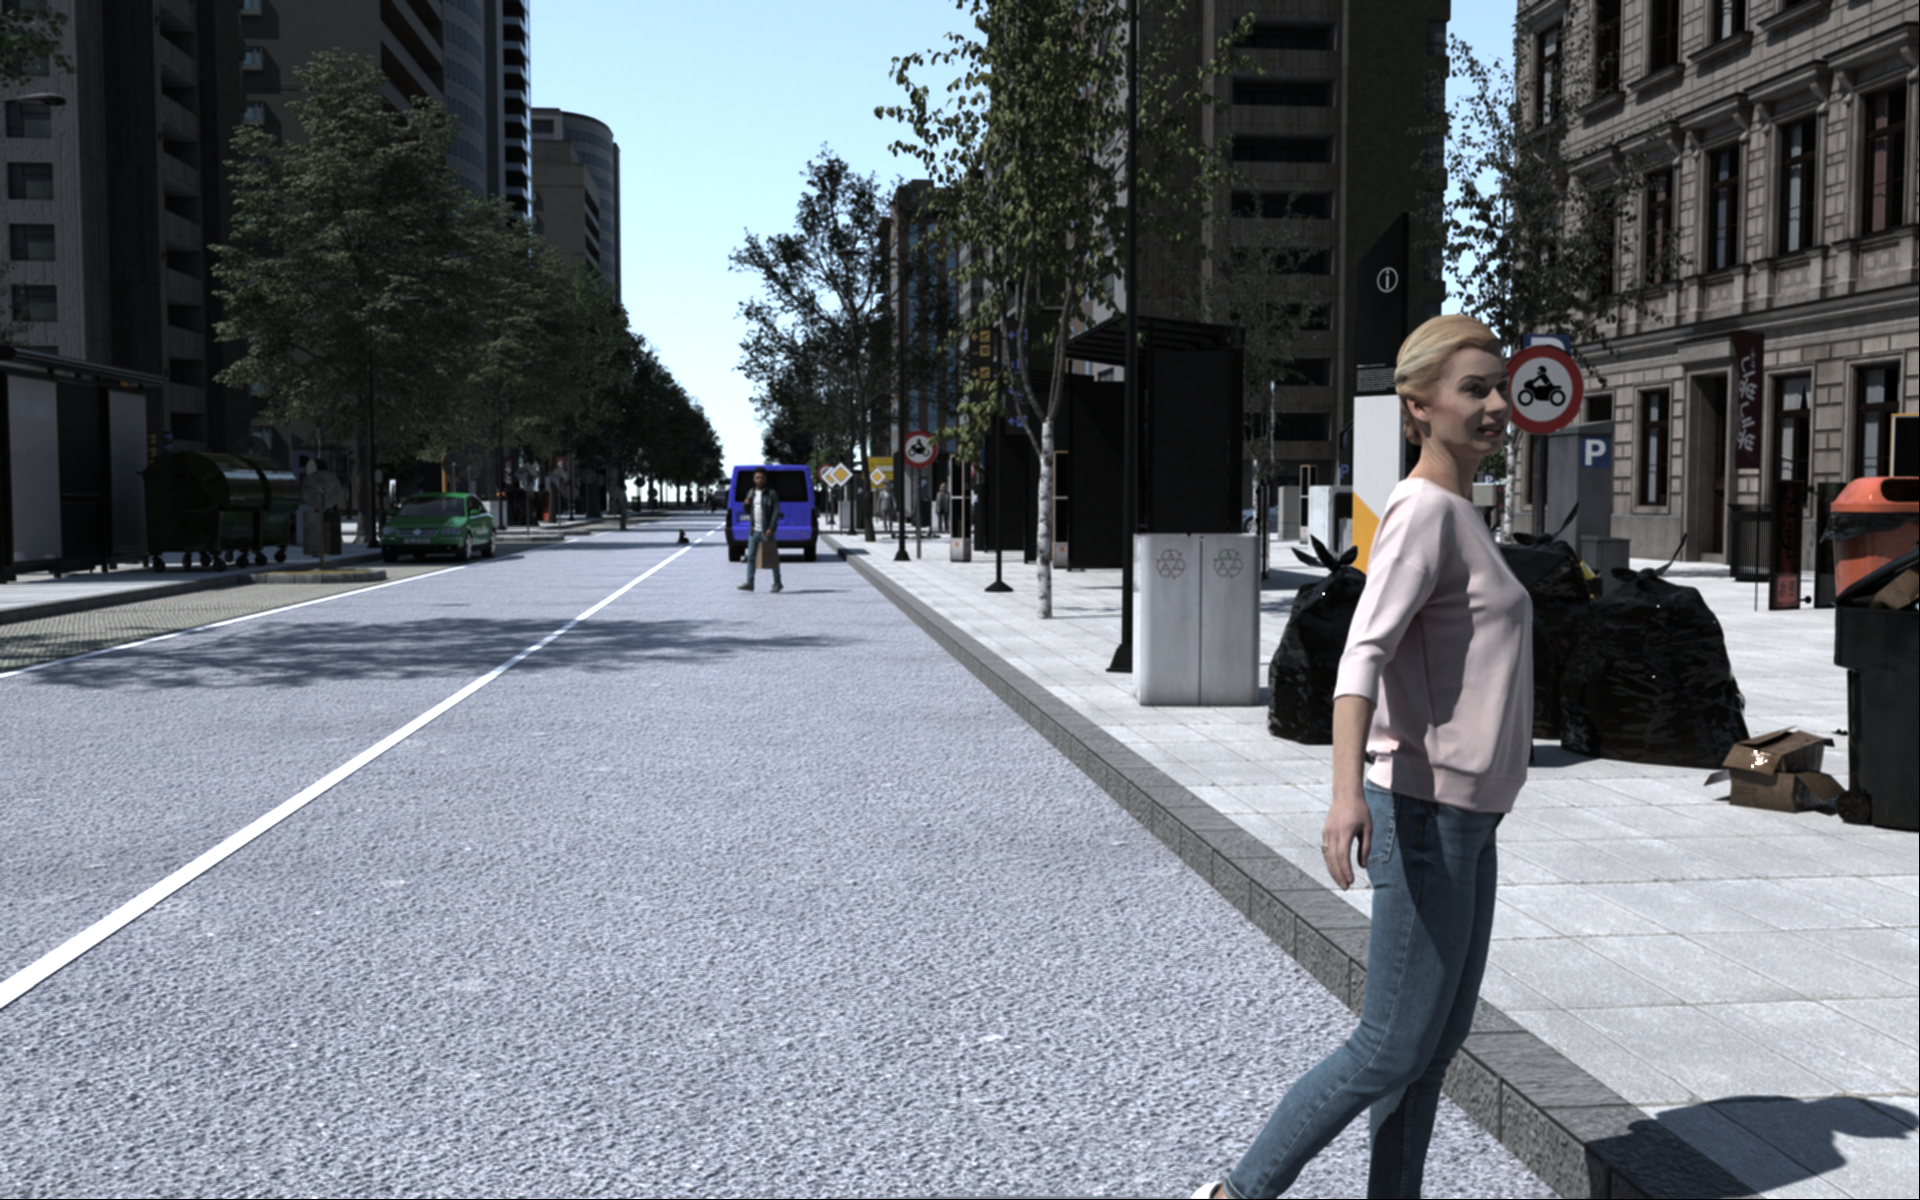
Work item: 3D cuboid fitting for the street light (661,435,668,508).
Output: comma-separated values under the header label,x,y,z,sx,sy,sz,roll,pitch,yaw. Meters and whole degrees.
label,x,y,z,sx,sy,sz,roll,pitch,yaw
street light,-23.978,-10.033,136.573,1.470,5.913,1.316,0,4,-6

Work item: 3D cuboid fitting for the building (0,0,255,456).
label,x,y,z,sx,sy,sz,roll,pitch,yaw
building,-41.519,-18.761,78.446,14.160,30.474,14.107,0,4,-6

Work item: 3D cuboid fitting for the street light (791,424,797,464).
label,x,y,z,sx,sy,sz,roll,pitch,yaw
street light,-8.270,-7.419,93.839,1.470,5.913,1.316,0,4,-6

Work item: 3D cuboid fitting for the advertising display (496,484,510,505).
label,x,y,z,sx,sy,sz,roll,pitch,yaw
advertising display,-28.741,-6.335,108.792,0.974,1.923,0.123,0,4,4

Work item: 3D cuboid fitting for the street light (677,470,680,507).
label,x,y,z,sx,sy,sz,roll,pitch,yaw
street light,-26.117,-11.306,157.388,1.470,5.913,1.316,0,4,-6

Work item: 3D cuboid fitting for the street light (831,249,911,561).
label,x,y,z,sx,sy,sz,roll,pitch,yaw
street light,-1.653,-3.702,33.074,1.470,5.913,1.316,0,4,-6

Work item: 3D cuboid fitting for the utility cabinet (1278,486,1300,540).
label,x,y,z,sx,sy,sz,roll,pitch,yaw
utility cabinet,9.437,-2.418,48.213,1.173,1.500,0.318,-1,4,-19

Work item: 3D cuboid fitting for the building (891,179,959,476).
label,x,y,z,sx,sy,sz,roll,pitch,yaw
building,-2.440,-36.460,246.233,14.600,45.320,14.200,0,4,-6

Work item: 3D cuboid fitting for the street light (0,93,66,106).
label,x,y,z,sx,sy,sz,roll,pitch,yaw
street light,-11.072,-2.915,20.197,1.470,5.913,1.316,0,4,-6

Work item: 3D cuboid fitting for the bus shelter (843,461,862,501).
label,x,y,z,sx,sy,sz,roll,pitch,yaw
bus shelter,-6.513,-7.081,109.697,2.014,3.302,5.546,0,4,-6

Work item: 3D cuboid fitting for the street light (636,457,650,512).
label,x,y,z,sx,sy,sz,roll,pitch,yaw
street light,-22.474,-9.247,123.722,1.470,5.913,1.316,0,4,-6

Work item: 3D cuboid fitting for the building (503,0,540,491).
label,x,y,z,sx,sy,sz,roll,pitch,yaw
building,-54.353,-52.731,174.826,22.319,86.520,31.000,0,4,-6

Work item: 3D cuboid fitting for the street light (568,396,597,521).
label,x,y,z,sx,sy,sz,roll,pitch,yaw
street light,-17.904,-6.702,82.118,1.470,5.913,1.316,0,4,-6

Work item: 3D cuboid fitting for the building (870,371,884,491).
label,x,y,z,sx,sy,sz,roll,pitch,yaw
building,-8.237,-31.729,290.471,14.160,30.474,14.107,0,4,-6

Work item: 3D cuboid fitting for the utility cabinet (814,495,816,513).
label,x,y,z,sx,sy,sz,roll,pitch,yaw
utility cabinet,-9.788,-6.222,112.895,0.306,1.237,1.020,2,4,29

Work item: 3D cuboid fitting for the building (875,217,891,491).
label,x,y,z,sx,sy,sz,roll,pitch,yaw
building,-1.767,-37.515,267.994,22.147,44.769,28.867,0,4,-6

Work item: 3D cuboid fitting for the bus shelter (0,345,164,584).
label,x,y,z,sx,sy,sz,roll,pitch,yaw
bus shelter,-14.509,-2.946,25.796,2.179,5.291,8.768,0,4,-6

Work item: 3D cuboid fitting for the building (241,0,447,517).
label,x,y,z,sx,sy,sz,roll,pitch,yaw
building,-44.401,-29.532,106.547,21.300,48.544,21.600,0,4,-6

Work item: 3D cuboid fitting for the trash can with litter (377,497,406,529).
label,x,y,z,sx,sy,sz,roll,pitch,yaw
trash can with litter,-19.857,-3.004,60.502,1.055,1.170,0.624,0,4,7

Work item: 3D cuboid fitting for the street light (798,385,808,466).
label,x,y,z,sx,sy,sz,roll,pitch,yaw
street light,-5.967,-6.150,73.100,1.470,5.913,1.316,0,4,-6

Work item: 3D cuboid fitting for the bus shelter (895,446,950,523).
label,x,y,z,sx,sy,sz,roll,pitch,yaw
bus shelter,-1.541,-4.871,73.569,2.014,3.302,5.546,0,4,-6

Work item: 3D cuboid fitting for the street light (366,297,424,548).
label,x,y,z,sx,sy,sz,roll,pitch,yaw
street light,-13.349,-4.183,40.940,1.470,5.913,1.316,0,4,-6

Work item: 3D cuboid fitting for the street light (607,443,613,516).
label,x,y,z,sx,sy,sz,roll,pitch,yaw
street light,-20.295,-7.977,102.969,1.470,5.913,1.316,0,4,-6

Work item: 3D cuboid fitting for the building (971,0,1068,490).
label,x,y,z,sx,sy,sz,roll,pitch,yaw
building,11.516,-42.154,127.466,20.563,71.187,20.611,0,4,-6

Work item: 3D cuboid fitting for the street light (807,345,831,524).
label,x,y,z,sx,sy,sz,roll,pitch,yaw
street light,-3.902,-4.972,53.832,1.470,5.913,1.316,0,4,-6

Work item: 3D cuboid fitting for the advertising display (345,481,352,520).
label,x,y,z,sx,sy,sz,roll,pitch,yaw
advertising display,-30.646,-4.991,86.815,0.123,1.923,0.974,-2,4,-30

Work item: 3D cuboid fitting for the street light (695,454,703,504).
label,x,y,z,sx,sy,sz,roll,pitch,yaw
street light,-30.652,-13.843,198.876,1.470,5.913,1.316,0,4,-6

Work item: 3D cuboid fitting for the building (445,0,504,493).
label,x,y,z,sx,sy,sz,roll,pitch,yaw
building,-51.027,-36.913,145.530,21.231,58.520,28.212,0,4,-6

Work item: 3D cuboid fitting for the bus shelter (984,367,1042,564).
label,x,y,z,sx,sy,sz,roll,pitch,yaw
bus shelter,1.361,-2.666,34.872,1.731,3.624,6.357,0,4,-6

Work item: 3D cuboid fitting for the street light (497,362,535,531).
label,x,y,z,sx,sy,sz,roll,pitch,yaw
street light,-15.642,-5.407,60.941,1.470,5.913,1.316,0,4,-6

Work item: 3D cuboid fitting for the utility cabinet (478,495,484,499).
label,x,y,z,sx,sy,sz,roll,pitch,yaw
utility cabinet,-32.591,-6.527,117.874,0.306,1.237,1.020,-1,4,-9

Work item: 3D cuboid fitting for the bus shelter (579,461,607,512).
label,x,y,z,sx,sy,sz,roll,pitch,yaw
bus shelter,-26.467,-8.230,125.839,1.731,3.624,6.357,0,4,-6

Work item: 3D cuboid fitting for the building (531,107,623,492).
label,x,y,z,sx,sy,sz,roll,pitch,yaw
building,-63.378,-44.157,263.969,21.231,58.520,28.212,0,4,-6

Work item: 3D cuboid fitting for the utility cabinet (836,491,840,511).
label,x,y,z,sx,sy,sz,roll,pitch,yaw
utility cabinet,-9.315,-7.431,130.173,0.318,1.500,1.173,-3,5,-41

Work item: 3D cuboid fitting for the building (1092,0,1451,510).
label,x,y,z,sx,sy,sz,roll,pitch,yaw
building,14.582,-19.157,84.922,14.107,30.474,14.160,0,4,-6

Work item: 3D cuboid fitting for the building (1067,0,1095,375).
label,x,y,z,sx,sy,sz,roll,pitch,yaw
building,14.435,-27.704,103.065,14.600,45.320,14.200,0,4,-6

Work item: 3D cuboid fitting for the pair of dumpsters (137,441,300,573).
label,x,y,z,sx,sy,sz,roll,pitch,yaw
pair of dumpsters,-12.898,-1.699,30.274,1.574,2.255,4.437,0,4,-6

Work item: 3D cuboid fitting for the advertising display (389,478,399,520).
label,x,y,z,sx,sy,sz,roll,pitch,yaw
advertising display,-23.369,-4.056,71.531,0.123,1.923,0.974,-2,4,-34

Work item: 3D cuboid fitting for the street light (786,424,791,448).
label,x,y,z,sx,sy,sz,roll,pitch,yaw
street light,-10.671,-8.715,115.026,1.470,5.913,1.316,0,4,-6

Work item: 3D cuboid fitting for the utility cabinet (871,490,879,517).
label,x,y,z,sx,sy,sz,roll,pitch,yaw
utility cabinet,-5.057,-5.285,95.081,1.173,1.500,0.318,0,4,3

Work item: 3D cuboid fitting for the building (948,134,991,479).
label,x,y,z,sx,sy,sz,roll,pitch,yaw
building,12.772,-30.404,188.990,32.217,40.220,23.993,0,4,-6

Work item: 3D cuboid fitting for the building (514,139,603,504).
label,x,y,z,sx,sy,sz,roll,pitch,yaw
building,-61.461,-37.662,239.475,21.300,48.544,21.600,0,4,-6

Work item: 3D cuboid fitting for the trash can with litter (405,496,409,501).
label,x,y,z,sx,sy,sz,roll,pitch,yaw
trash can with litter,-41.021,-7.121,127.488,1.678,1.210,2.233,-1,4,-20

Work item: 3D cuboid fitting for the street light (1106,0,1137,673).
label,x,y,z,sx,sy,sz,roll,pitch,yaw
street light,0.691,-2.434,12.339,1.470,5.913,1.316,0,4,-6

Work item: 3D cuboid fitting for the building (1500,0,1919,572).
label,x,y,z,sx,sy,sz,roll,pitch,yaw
building,18.456,-10.234,31.951,10.561,19.102,19.286,0,4,-6

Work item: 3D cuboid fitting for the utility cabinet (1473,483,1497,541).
label,x,y,z,sx,sy,sz,roll,pitch,yaw
utility cabinet,10.156,-1.602,34.869,1.173,1.500,0.318,2,4,31

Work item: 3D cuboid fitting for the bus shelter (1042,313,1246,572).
label,x,y,z,sx,sy,sz,roll,pitch,yaw
bus shelter,2.614,-2.103,25.662,1.731,3.624,6.357,0,4,-6

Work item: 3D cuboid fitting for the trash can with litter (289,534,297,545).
label,x,y,z,sx,sy,sz,roll,pitch,yaw
trash can with litter,-16.920,-1.957,43.392,1.055,1.170,0.624,-2,4,-33
